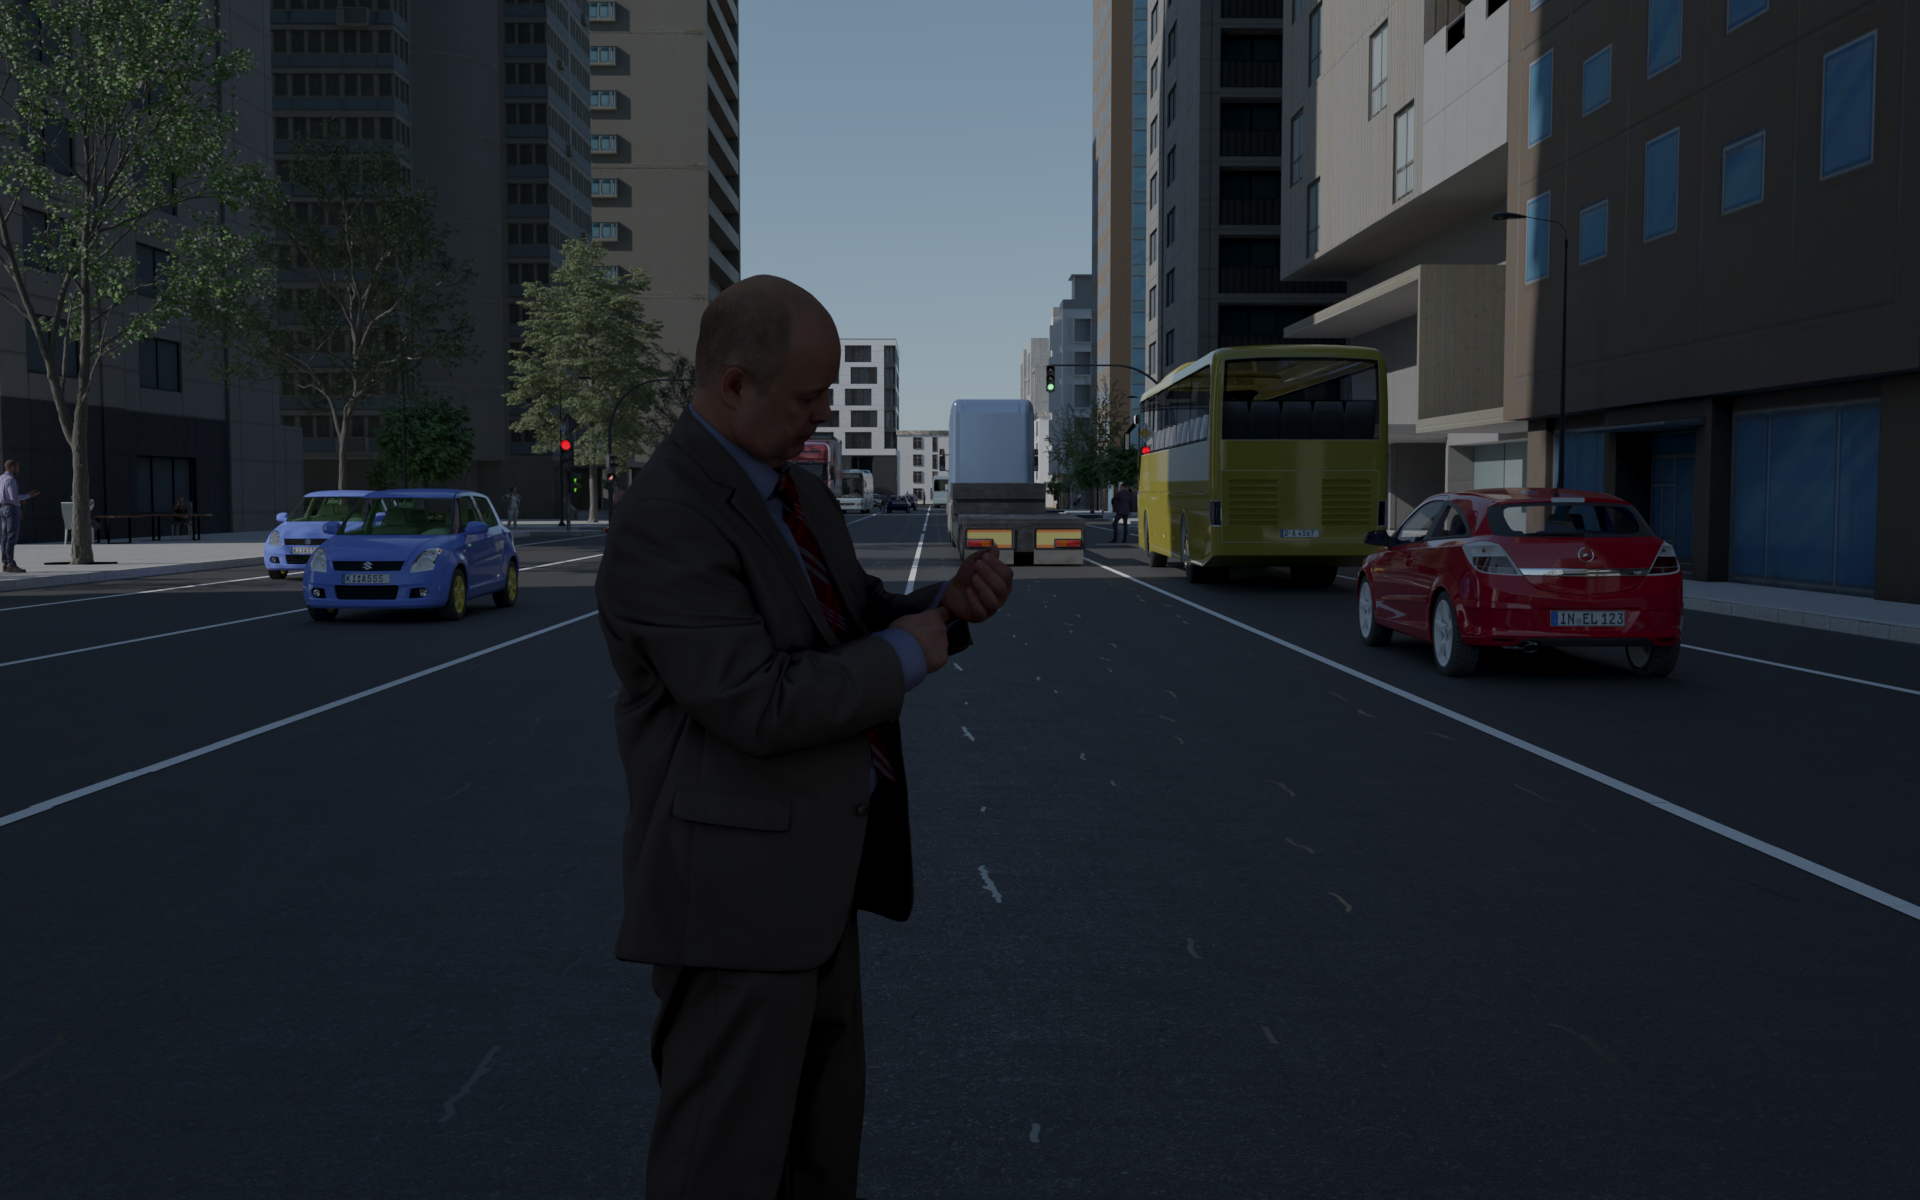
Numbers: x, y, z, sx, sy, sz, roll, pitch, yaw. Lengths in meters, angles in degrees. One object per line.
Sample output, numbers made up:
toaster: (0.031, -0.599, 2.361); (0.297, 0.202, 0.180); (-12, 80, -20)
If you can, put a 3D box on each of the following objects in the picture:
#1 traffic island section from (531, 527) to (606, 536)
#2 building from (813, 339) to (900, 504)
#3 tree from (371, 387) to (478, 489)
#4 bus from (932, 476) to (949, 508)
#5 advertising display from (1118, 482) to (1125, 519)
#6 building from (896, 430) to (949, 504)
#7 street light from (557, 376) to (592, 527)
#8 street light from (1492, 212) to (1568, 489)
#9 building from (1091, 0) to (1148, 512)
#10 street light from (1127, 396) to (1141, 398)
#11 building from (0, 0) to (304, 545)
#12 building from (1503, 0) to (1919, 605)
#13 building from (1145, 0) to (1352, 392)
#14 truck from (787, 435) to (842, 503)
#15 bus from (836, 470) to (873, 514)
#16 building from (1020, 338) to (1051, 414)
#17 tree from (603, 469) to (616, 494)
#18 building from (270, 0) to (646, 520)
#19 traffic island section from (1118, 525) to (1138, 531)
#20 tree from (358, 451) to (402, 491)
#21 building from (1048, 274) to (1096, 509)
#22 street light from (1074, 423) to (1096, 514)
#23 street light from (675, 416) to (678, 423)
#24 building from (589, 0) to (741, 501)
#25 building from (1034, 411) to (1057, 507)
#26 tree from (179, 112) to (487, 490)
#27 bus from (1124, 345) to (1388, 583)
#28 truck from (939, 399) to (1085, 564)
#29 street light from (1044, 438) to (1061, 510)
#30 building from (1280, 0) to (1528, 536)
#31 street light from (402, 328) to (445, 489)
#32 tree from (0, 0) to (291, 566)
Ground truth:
traffic island section: (-13.705, -2.342, 60.570); (2.009, 0.180, 2.903); (0, 4, -1)
building: (-24.922, -24.297, 241.229); (32.646, 21.610, 27.936); (0, 4, -1)
tree: (-15.970, -4.170, 51.890); (4.285, 4.588, 4.351); (0, 3, 0)
bus: (-1.402, -11.207, 178.087); (2.948, 3.499, 13.247); (0, 4, 0)
advertising display: (8.445, -5.223, 90.611); (0.123, 1.923, 0.974); (-1, 4, -9)
building: (5.577, -17.773, 232.743); (28.070, 9.664, 9.099); (0, 4, -1)
street light: (-15.196, -5.856, 68.290); (1.470, 5.913, 1.316); (0, 4, -1)
street light: (9.448, -3.434, 28.691); (1.470, 5.913, 1.316); (0, 4, -1)
building: (17.247, -29.192, 127.407); (14.600, 45.320, 14.200); (0, 4, -1)
street light: (8.574, -6.685, 81.835); (1.470, 5.913, 1.316); (0, 4, -1)
building: (-34.340, -37.504, 51.436); (20.611, 71.187, 20.563); (0, 4, -1)
building: (17.552, -22.955, 25.424); (14.600, 45.320, 14.200); (0, 4, -1)
building: (19.712, -39.001, 75.925); (20.611, 71.187, 20.563); (0, 4, -1)
truck: (-7.276, -5.843, 84.444); (2.839, 4.237, 11.283); (0, 4, -1)
bus: (-8.052, -8.139, 127.930); (2.948, 3.499, 13.247); (0, 4, 0)
building: (16.247, -20.691, 204.757); (16.747, 18.905, 31.486); (0, 4, -1)
tree: (-22.344, -7.159, 111.651); (1.663, 3.219, 1.824); (0, 3, 0)
building: (-33.242, -24.526, 92.887); (32.217, 40.220, 23.993); (0, 4, -1)
traffic island section: (7.370, -2.850, 68.879); (2.009, 0.180, 2.903); (0, 4, -1)
tree: (-23.650, -4.683, 71.175); (1.663, 3.219, 1.824); (0, 3, 0)
building: (16.066, -18.246, 154.739); (16.016, 20.091, 11.380); (0, 4, -1)
street light: (8.128, -8.576, 112.753); (1.470, 5.913, 1.316); (0, 4, -1)
street light: (-15.822, -7.776, 99.671); (1.470, 5.913, 1.316); (0, 4, -1)
building: (-28.385, -30.998, 130.525); (21.300, 48.544, 21.600); (0, 4, -1)
building: (12.419, -14.251, 175.154); (9.099, 9.664, 28.070); (0, 4, -1)
tree: (-15.699, -6.660, 43.297); (8.767, 10.594, 7.601); (0, 4, 3)
bus: (4.866, -2.391, 30.645); (2.896, 3.916, 12.252); (0, 4, 0)
truck: (1.045, -3.276, 43.321); (2.967, 4.110, 18.799); (0, 4, -1)
street light: (7.629, -10.467, 143.669); (1.470, 5.913, 1.316); (0, 4, -1)
building: (24.672, -27.944, 46.119); (28.713, 52.752, 27.495); (0, 4, -1)
street light: (-15.066, -4.656, 48.669); (1.470, 5.913, 1.316); (0, 4, -1)
tree: (-16.068, -6.440, 31.052); (9.928, 11.665, 9.643); (0, 3, 0)
